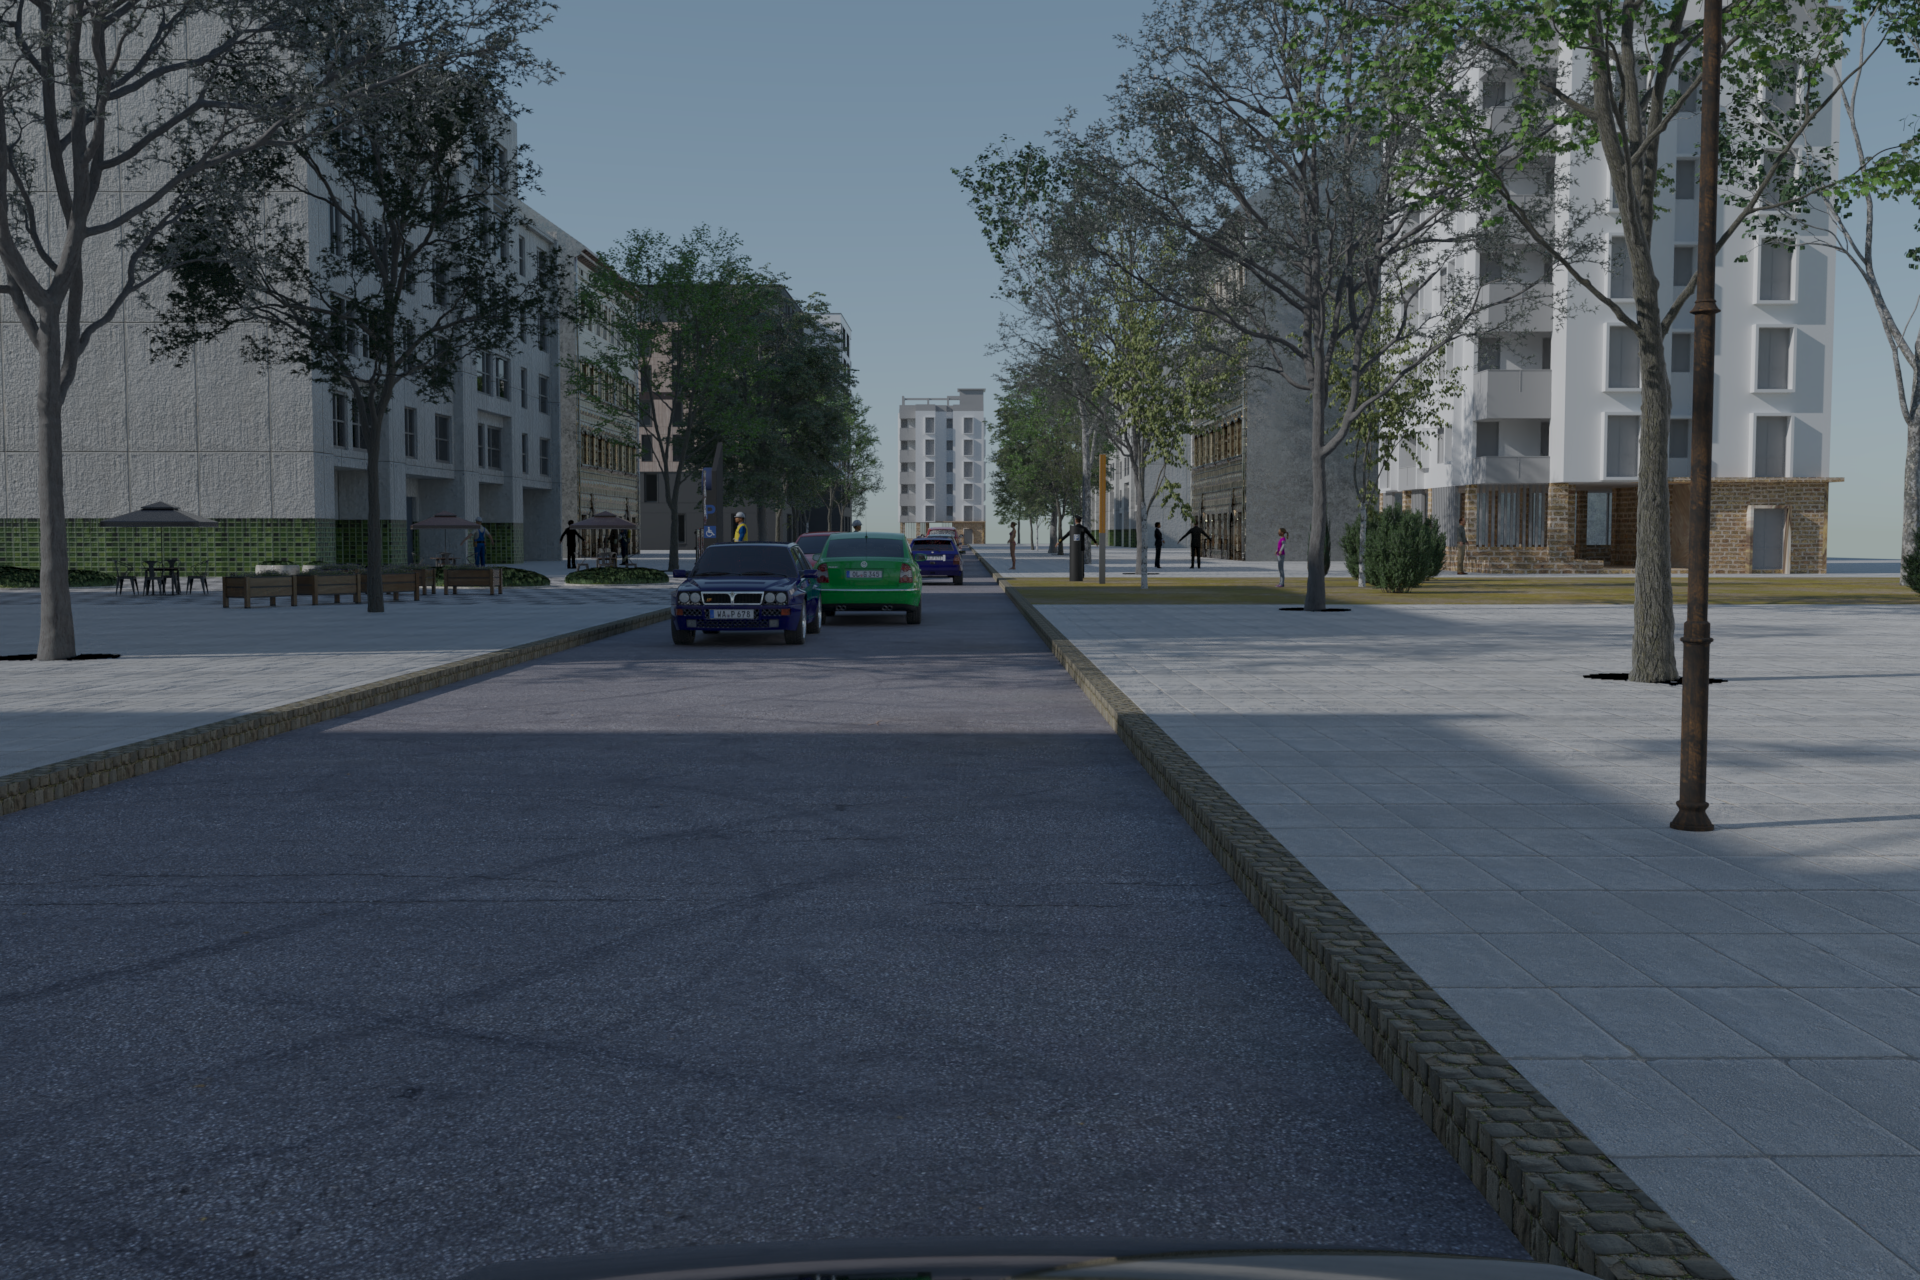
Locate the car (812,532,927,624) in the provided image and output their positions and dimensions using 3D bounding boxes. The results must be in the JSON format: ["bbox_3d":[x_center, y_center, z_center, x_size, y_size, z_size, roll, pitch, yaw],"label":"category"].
[{"bbox_3d":[-1.523,-1.227,28.857,1.959,1.807,4.718,0,4,-1],"label":"car"}]

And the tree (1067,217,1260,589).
[{"bbox_3d":[4.524,-5.496,40.215,4.737,8.622,4.395,0,3,0],"label":"tree"}]

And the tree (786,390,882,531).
[{"bbox_3d":[-9.217,-12.104,123.652,9.928,11.665,9.643,0,3,0],"label":"tree"}]

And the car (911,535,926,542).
[{"bbox_3d":[-2.525,-6.903,125.449,1.945,1.354,3.894,0,4,0],"label":"car"}]

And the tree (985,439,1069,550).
[{"bbox_3d":[5.478,-12.452,138.001,7.601,10.594,8.767,1,4,12],"label":"tree"}]

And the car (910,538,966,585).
[{"bbox_3d":[-0.794,-2.269,49.683,1.945,1.354,3.894,0,4,-1],"label":"car"}]

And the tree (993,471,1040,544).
[{"bbox_3d":[8.102,-18.834,226.057,7.486,12.596,7.792,0,3,0],"label":"tree"}]

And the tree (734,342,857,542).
[{"bbox_3d":[-9.559,-10.188,92.330,9.928,11.665,9.643,0,3,0],"label":"tree"}]

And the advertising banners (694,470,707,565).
[{"bbox_3d":[-6.982,-3.091,46.732,0.090,3.025,2.074,0,3,0],"label":"advertising banners"}]

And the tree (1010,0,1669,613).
[{"bbox_3d":[6.072,-7.223,28.462,12.009,13.543,11.850,0,3,0],"label":"tree"}]

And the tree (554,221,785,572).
[{"bbox_3d":[-9.747,-8.120,58.512,9.928,11.665,9.643,0,3,0],"label":"tree"}]

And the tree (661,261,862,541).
[{"bbox_3d":[-9.207,-10.597,79.915,9.857,13.997,8.962,0,3,0],"label":"tree"}]

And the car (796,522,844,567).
[{"bbox_3d":[-2.732,-1.673,36.389,2.155,1.783,4.494,0,4,0],"label":"car"}]

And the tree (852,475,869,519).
[{"bbox_3d":[-15.370,-17.908,227.200,7.601,10.594,8.767,1,4,9],"label":"tree"}]

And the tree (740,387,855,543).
[{"bbox_3d":[-10.103,-11.010,105.776,9.928,11.665,9.643,0,3,0],"label":"tree"}]

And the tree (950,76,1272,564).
[{"bbox_3d":[6.325,-13.229,72.178,12.611,20.169,13.585,0,3,0],"label":"tree"}]

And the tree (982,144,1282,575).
[{"bbox_3d":[5.658,-8.825,54.661,12.009,13.543,11.850,0,3,0],"label":"tree"}]

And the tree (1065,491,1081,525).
[{"bbox_3d":[17.370,-18.921,227.487,7.486,12.596,7.792,0,3,0],"label":"tree"}]

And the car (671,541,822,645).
[{"bbox_3d":[-2.867,-0.679,23.684,1.945,1.354,3.894,0,3,0],"label":"car"}]

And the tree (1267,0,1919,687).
[{"bbox_3d":[5.945,-5.450,14.868,9.928,11.665,9.643,0,3,0],"label":"tree"}]

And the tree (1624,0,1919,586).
[{"bbox_3d":[23.595,-11.511,44.098,12.611,20.169,13.585,0,3,0],"label":"tree"}]

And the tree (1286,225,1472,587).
[{"bbox_3d":[9.999,-5.591,41.783,4.737,8.622,4.395,0,3,0],"label":"tree"}]

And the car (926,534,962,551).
[{"bbox_3d":[-0.899,-4.257,79.387,2.009,1.686,4.222,0,4,0],"label":"car"}]

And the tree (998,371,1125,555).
[{"bbox_3d":[6.139,-10.946,104.720,9.928,11.665,9.643,0,3,0],"label":"tree"}]

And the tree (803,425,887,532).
[{"bbox_3d":[-9.522,-12.374,136.727,8.767,10.594,7.601,1,4,16],"label":"tree"}]

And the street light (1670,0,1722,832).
[{"bbox_3d":[3.190,-2.115,7.370,0.468,5.910,1.993,0,4,0],"label":"street light"}]

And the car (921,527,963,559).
[{"bbox_3d":[-0.945,-5.058,91.368,2.281,1.827,5.304,0,4,-1],"label":"car"}]

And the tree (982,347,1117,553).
[{"bbox_3d":[6.213,-12.751,115.126,9.857,13.997,8.962,0,3,0],"label":"tree"}]

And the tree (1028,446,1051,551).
[{"bbox_3d":[6.005,-11.006,130.305,4.737,8.622,4.395,0,3,0],"label":"tree"}]

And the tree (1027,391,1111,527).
[{"bbox_3d":[5.848,-8.272,85.607,4.360,8.622,3.978,0,3,0],"label":"tree"}]

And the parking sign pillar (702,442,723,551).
[{"bbox_3d":[-7.183,-3.786,50.371,1.447,3.967,1.447,0,4,0],"label":"parking sign pillar"}]

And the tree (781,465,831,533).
[{"bbox_3d":[-10.021,-10.002,113.902,4.360,8.622,3.978,0,3,0],"label":"tree"}]
